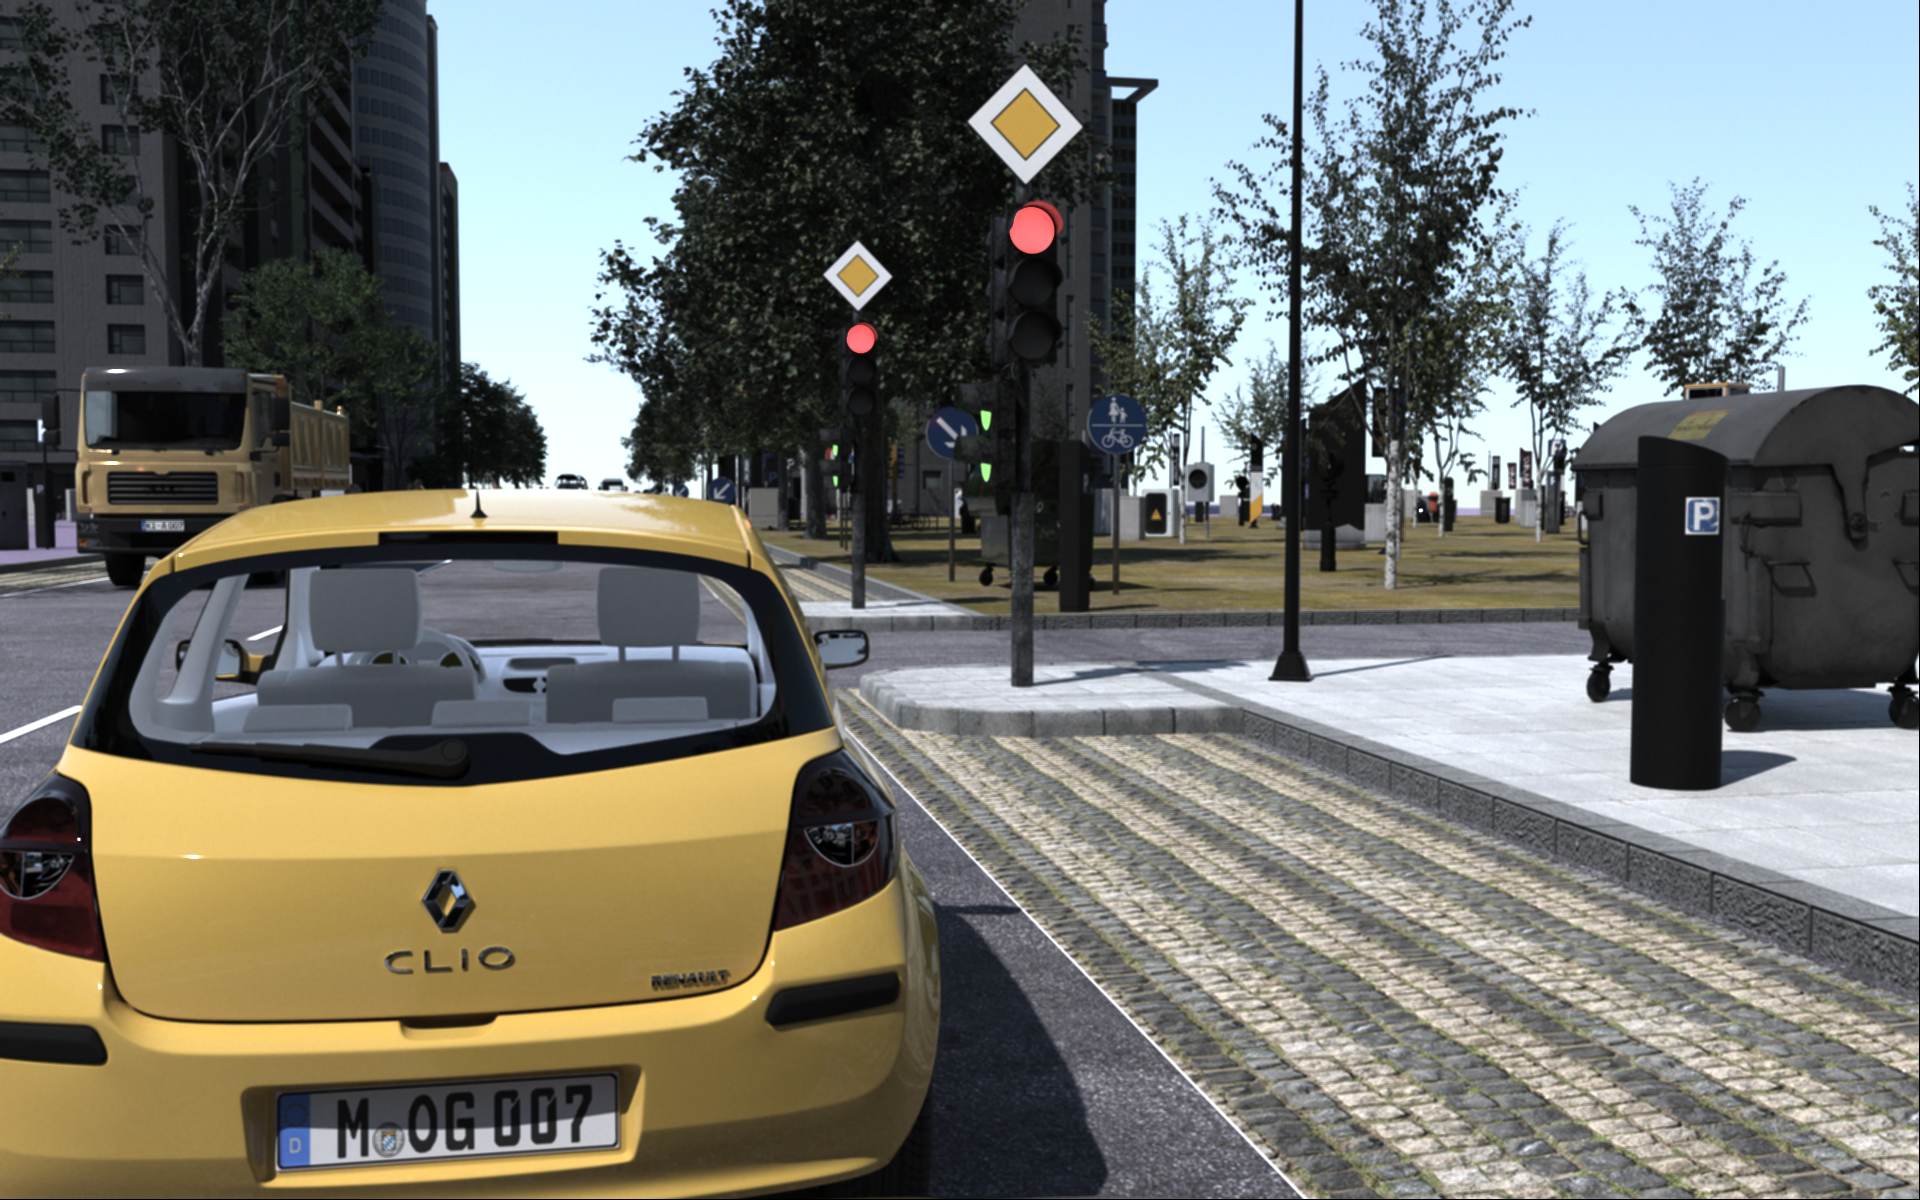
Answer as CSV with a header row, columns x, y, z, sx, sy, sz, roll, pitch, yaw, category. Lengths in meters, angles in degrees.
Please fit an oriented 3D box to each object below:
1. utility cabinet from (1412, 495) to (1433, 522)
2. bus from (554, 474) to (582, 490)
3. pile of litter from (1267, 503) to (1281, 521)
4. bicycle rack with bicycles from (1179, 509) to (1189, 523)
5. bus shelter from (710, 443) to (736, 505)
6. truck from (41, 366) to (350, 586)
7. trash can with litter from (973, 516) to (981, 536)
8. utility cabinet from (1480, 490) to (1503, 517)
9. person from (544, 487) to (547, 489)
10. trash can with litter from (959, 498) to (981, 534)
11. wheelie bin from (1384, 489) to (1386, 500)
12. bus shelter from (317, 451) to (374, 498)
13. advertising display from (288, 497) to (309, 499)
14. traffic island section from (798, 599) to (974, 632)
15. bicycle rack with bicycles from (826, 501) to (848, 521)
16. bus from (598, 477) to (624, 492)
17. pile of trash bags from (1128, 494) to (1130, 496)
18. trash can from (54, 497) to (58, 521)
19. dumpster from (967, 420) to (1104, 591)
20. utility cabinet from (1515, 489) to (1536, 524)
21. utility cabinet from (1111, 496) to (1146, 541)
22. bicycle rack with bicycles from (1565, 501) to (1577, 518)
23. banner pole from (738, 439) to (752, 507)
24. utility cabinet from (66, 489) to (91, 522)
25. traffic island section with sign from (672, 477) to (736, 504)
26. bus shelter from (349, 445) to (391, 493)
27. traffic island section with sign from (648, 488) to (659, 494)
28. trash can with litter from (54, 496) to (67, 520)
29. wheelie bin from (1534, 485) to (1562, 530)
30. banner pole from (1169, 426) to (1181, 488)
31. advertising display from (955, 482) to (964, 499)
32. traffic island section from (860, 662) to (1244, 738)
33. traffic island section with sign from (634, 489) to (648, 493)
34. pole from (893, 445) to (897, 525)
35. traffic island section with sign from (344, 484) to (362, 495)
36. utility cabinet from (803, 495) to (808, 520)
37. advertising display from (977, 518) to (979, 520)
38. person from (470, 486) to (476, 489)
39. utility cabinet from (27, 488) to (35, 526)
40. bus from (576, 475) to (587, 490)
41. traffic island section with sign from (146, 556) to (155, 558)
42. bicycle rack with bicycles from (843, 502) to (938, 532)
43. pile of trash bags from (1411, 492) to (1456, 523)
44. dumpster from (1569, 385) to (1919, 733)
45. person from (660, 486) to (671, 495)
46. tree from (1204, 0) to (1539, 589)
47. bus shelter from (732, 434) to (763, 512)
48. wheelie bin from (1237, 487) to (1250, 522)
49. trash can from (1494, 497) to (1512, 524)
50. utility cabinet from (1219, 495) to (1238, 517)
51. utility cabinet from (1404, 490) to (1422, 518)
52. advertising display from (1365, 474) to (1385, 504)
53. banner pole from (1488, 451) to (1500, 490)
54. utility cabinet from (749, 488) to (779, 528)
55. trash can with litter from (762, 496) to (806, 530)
x,y,z,sx,sy,sz,roll,pitch,yaw,category
21.596,-4.251,80.673,1.020,1.237,0.306,-1,4,-16,utility cabinet
-47.854,-13.489,212.097,2.896,3.916,12.252,-1,4,-10,bus
15.587,-4.308,84.397,1.176,0.858,1.719,0,4,-4,pile of litter
8.757,-3.819,75.823,2.852,0.926,2.925,2,4,23,bicycle rack with bicycles
-10.913,-5.601,82.864,1.731,3.624,6.357,-1,4,-11,bus shelter
-12.470,-2.049,29.423,3.469,3.379,9.791,-1,4,-10,truck
1.631,-2.586,53.332,2.233,1.210,1.678,3,4,37,trash can with litter
29.558,-5.363,96.364,1.173,1.500,0.318,1,4,16,utility cabinet
-26.316,-6.250,110.315,1.348,1.869,0.705,-2,4,-27,person
0.500,-2.693,55.422,1.055,1.170,0.624,2,4,30,trash can with litter
23.331,-5.250,93.746,0.980,1.594,0.693,-1,4,-14,wheelie bin
-28.464,-5.264,79.998,2.014,3.302,5.546,-1,4,-11,bus shelter
-32.594,-4.903,85.374,0.974,1.923,0.123,-1,4,-11,advertising display
-1.115,0.176,19.410,2.009,0.180,2.903,-1,4,-11,traffic island section
-5.803,-4.300,83.682,2.925,0.926,2.852,-1,4,-18,bicycle rack with bicycles
-41.779,-13.008,207.540,2.948,3.499,13.247,-1,4,-13,bus
8.517,-4.539,83.959,3.447,1.369,1.912,0,4,4,pile of trash bags
-40.698,-4.017,77.339,0.748,1.137,0.748,0,3,0,trash can
1.007,-1.280,23.422,1.502,2.255,1.985,-1,4,-11,dumpster
23.926,-3.952,73.293,1.173,1.500,0.318,-3,5,-42,utility cabinet
4.683,-2.262,48.140,1.020,1.237,0.306,3,5,44,utility cabinet
32.013,-4.867,92.953,2.925,0.926,2.852,2,4,31,bicycle rack with bicycles
-8.662,-4.849,69.304,0.863,3.779,0.401,2,4,27,banner pole
-40.486,-4.341,79.661,0.318,1.500,1.173,2,4,26,utility cabinet
-5.888,-2.025,41.738,1.989,1.847,2.006,-1,4,-11,traffic island section with sign
-29.598,-5.805,86.196,1.731,3.624,6.357,-1,4,-11,bus shelter
-11.130,-3.642,68.180,1.989,1.847,2.006,-1,4,-11,traffic island section with sign
-44.250,-4.560,85.617,1.678,1.210,2.233,1,4,16,trash can with litter
20.785,-3.269,61.362,0.980,1.594,0.693,0,4,-5,wheelie bin
7.793,-4.469,63.091,0.401,3.779,0.863,-2,4,-24,banner pole
-0.123,-5.142,89.278,0.123,1.923,0.974,-3,4,-36,advertising display
0.439,0.655,11.578,2.009,0.180,2.903,-1,4,-11,traffic island section
-26.159,-8.274,143.905,1.989,1.847,2.006,-1,4,-11,traffic island section with sign
-2.689,-4.752,71.535,0.158,3.312,0.155,0,3,0,pole
-23.081,-3.503,65.903,1.989,1.847,2.006,-1,4,-11,traffic island section with sign
-7.456,-4.677,87.627,1.020,1.237,0.306,-3,5,-44,utility cabinet
1.162,-4.865,84.760,0.123,1.923,0.974,-3,5,-40,advertising display
-17.116,-3.134,60.571,0.643,1.720,0.563,1,4,9,person
-36.216,-3.642,68.224,1.173,1.500,0.318,2,4,28,utility cabinet
-50.754,-14.534,229.169,2.896,3.916,12.252,-1,4,-11,bus
-17.821,-1.881,39.380,1.989,1.847,2.006,-1,4,-11,traffic island section with sign
-2.135,-2.821,59.500,2.925,0.926,2.852,-1,4,-23,bicycle rack with bicycles
21.146,-4.134,77.351,1.912,1.369,3.447,1,4,14,pile of trash bags
4.575,-0.262,10.049,1.264,1.857,1.865,-1,4,-11,dumpster
-12.397,-3.926,73.178,0.782,1.767,0.515,1,4,12,person
5.741,-4.471,23.470,4.360,8.622,3.978,0,3,0,tree
-8.758,-5.956,75.009,2.179,5.291,8.768,-1,4,-11,bus shelter
13.460,-4.474,81.055,0.980,1.594,0.693,1,4,11,wheelie bin
23.666,-3.906,75.524,0.748,1.137,0.748,0,3,0,trash can
15.187,-5.299,97.804,1.020,1.237,0.306,1,4,20,utility cabinet
24.133,-5.139,92.700,0.318,1.500,1.173,-3,5,-43,utility cabinet
13.395,-3.105,55.977,0.974,1.923,0.123,-3,5,-44,advertising display
30.742,-6.720,99.882,0.863,3.779,0.401,0,4,-2,banner pole
-7.230,-3.398,64.237,1.173,1.500,0.318,-1,4,-16,utility cabinet
-6.358,-3.146,62.489,2.233,1.210,1.678,-3,5,-41,trash can with litter
